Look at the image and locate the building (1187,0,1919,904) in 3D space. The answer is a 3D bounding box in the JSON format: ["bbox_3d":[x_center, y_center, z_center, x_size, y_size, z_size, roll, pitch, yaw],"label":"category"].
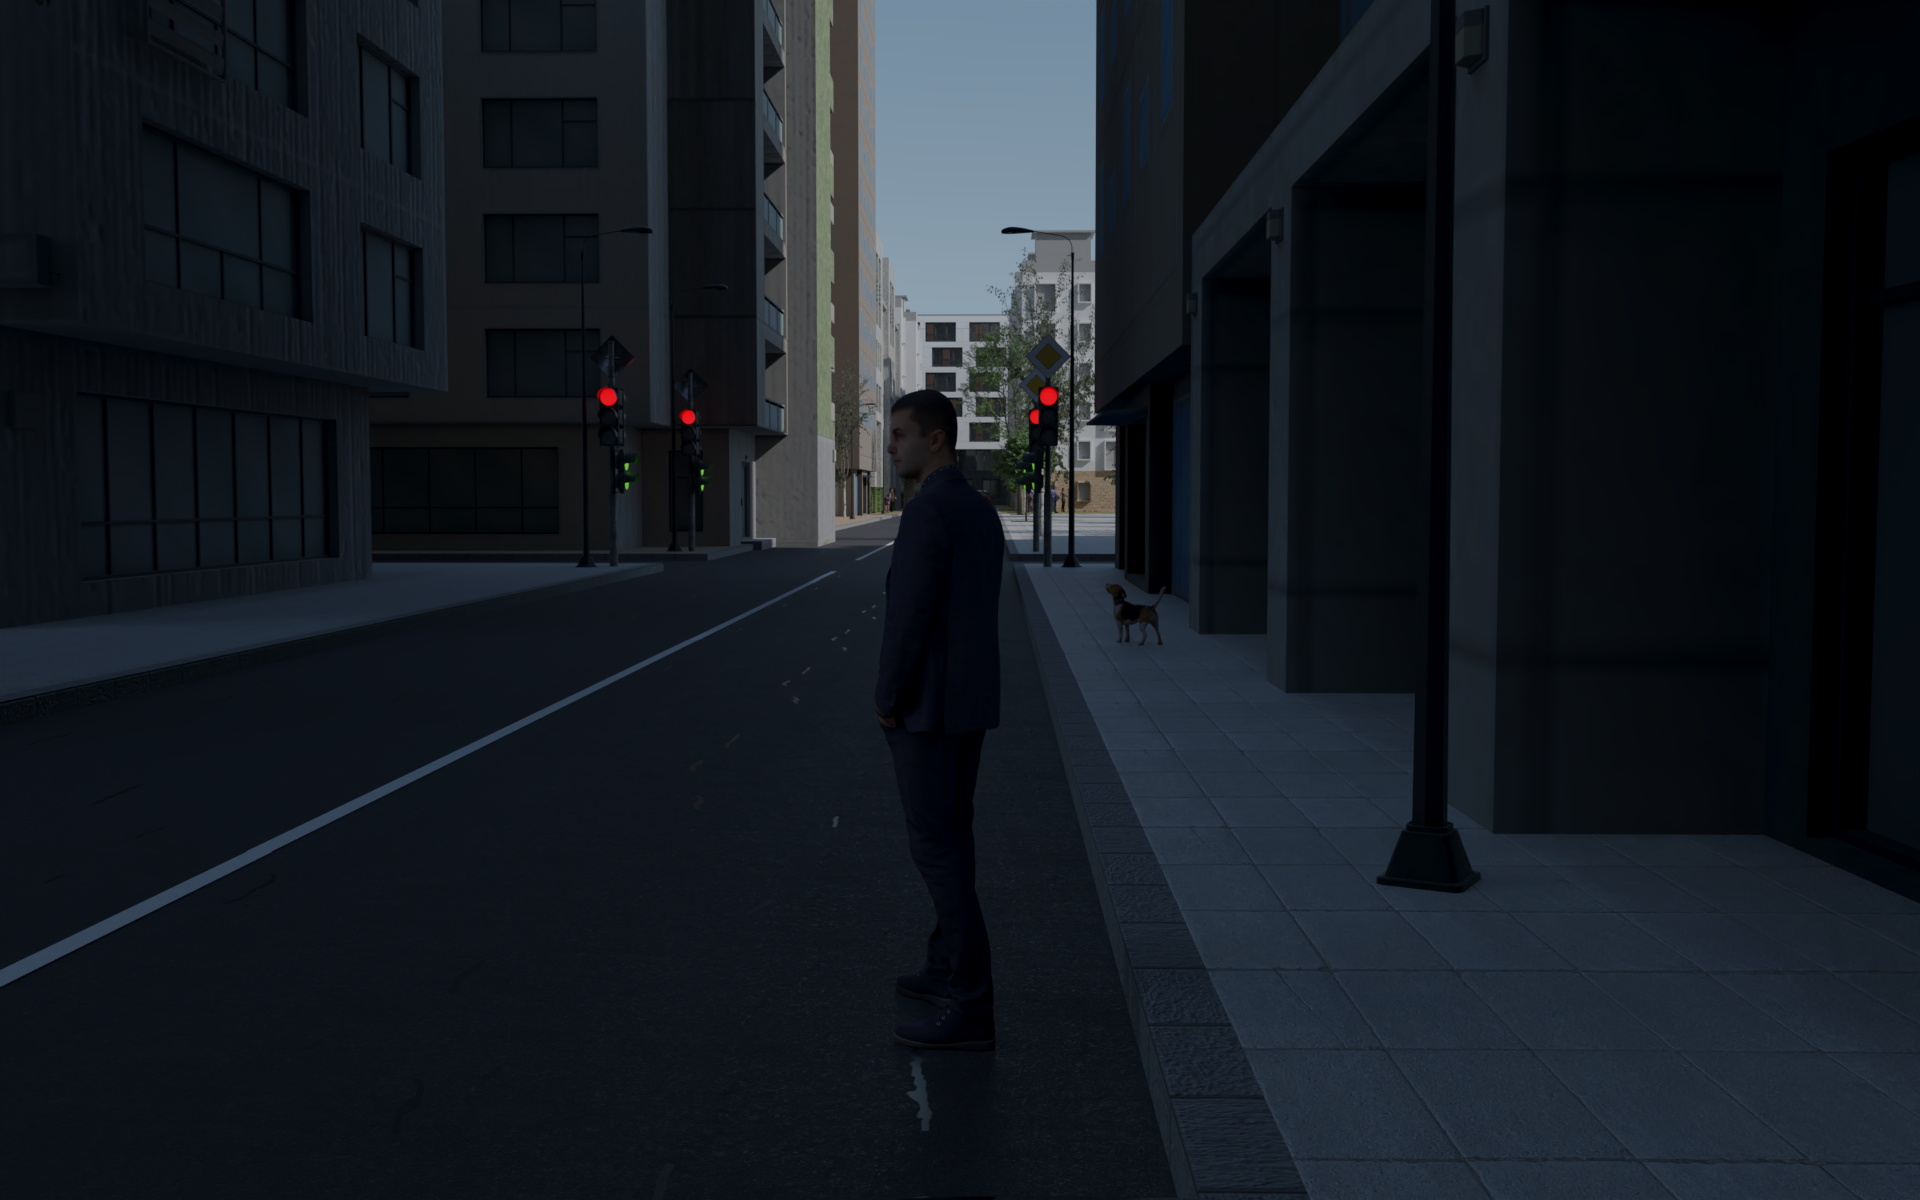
[{"bbox_3d":[12.206,-34.602,3.989,20.563,71.187,20.611,0,4,1],"label":"building"}]

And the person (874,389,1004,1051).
[{"bbox_3d":[-0.056,0.290,4.676,0.530,1.710,0.541,2,4,34],"label":"person"}]

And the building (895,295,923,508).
[{"bbox_3d":[-11.681,-18.741,162.835,16.016,20.091,11.380,0,4,1],"label":"building"}]

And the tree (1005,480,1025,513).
[{"bbox_3d":[3.821,-7.460,116.580,1.663,3.219,1.824,0,3,0],"label":"tree"}]

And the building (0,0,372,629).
[{"bbox_3d":[-14.966,-20.698,22.013,14.086,41.232,14.154,0,4,1],"label":"building"}]

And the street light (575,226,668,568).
[{"bbox_3d":[-6.017,-3.527,30.206,1.470,5.913,1.316,0,4,1],"label":"street light"}]

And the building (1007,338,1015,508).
[{"bbox_3d":[13.285,-18.818,174.138,16.747,18.905,31.486,0,4,1],"label":"building"}]

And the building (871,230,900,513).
[{"bbox_3d":[-13.696,-16.113,129.902,16.747,18.905,31.486,0,4,1],"label":"building"}]

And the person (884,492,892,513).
[{"bbox_3d":[-4.931,-6.696,118.758,0.421,1.427,0.697,-2,4,-35],"label":"person"}]

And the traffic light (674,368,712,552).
[{"bbox_3d":[-5.981,-3.040,38.619,0.839,4.253,0.868,0,4,1],"label":"traffic light"}]

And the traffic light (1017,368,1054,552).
[{"bbox_3d":[1.680,-3.032,38.492,0.839,4.253,0.868,0,4,1],"label":"traffic light"}]

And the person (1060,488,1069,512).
[{"bbox_3d":[7.369,-7.073,122.397,0.721,1.735,1.217,2,4,35],"label":"person"}]

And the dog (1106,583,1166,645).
[{"bbox_3d":[1.501,0.122,14.834,0.540,0.507,0.406,1,4,10],"label":"dog"}]

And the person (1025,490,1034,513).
[{"bbox_3d":[4.734,-6.927,119.166,0.709,1.838,0.599,3,5,42],"label":"person"}]

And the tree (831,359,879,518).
[{"bbox_3d":[-6.485,-8.749,93.415,4.360,8.622,3.978,0,3,0],"label":"tree"}]

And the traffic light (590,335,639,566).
[{"bbox_3d":[-6.130,-2.551,30.635,0.839,4.253,0.868,0,4,1],"label":"traffic light"}]

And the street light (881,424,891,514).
[{"bbox_3d":[-4.463,-8.583,112.879,1.470,5.913,1.316,0,4,1],"label":"street light"}]

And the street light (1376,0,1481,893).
[{"bbox_3d":[1.013,-2.021,5.580,1.470,5.913,1.316,0,4,1],"label":"street light"}]

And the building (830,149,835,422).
[{"bbox_3d":[-20.541,-14.036,74.535,27.650,21.520,28.899,0,4,1],"label":"building"}]

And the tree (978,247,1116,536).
[{"bbox_3d":[2.716,-6.237,52.340,4.360,8.622,3.978,0,3,0],"label":"tree"}]

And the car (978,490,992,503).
[{"bbox_3d":[1.923,-9.679,166.932,2.281,1.827,5.304,0,4,2],"label":"car"}]

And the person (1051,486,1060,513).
[{"bbox_3d":[6.355,-6.707,115.574,0.709,1.838,0.599,-3,4,-37],"label":"person"}]

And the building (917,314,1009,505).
[{"bbox_3d":[-8.278,-22.454,211.092,32.646,21.610,27.936,0,4,1],"label":"building"}]

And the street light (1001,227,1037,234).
[{"bbox_3d":[1.415,-3.529,30.248,1.470,5.913,1.316,0,4,1],"label":"street light"}]

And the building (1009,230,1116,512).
[{"bbox_3d":[11.863,-16.725,129.867,16.016,20.091,11.380,0,4,1],"label":"building"}]

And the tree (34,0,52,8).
[{"bbox_3d":[-7.185,-3.685,10.615,4.737,8.622,4.395,0,3,0],"label":"tree"}]

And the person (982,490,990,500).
[{"bbox_3d":[1.884,-7.967,139.554,1.217,1.735,0.721,-2,4,-24],"label":"person"}]

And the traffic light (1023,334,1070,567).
[{"bbox_3d":[1.531,-2.544,30.509,0.839,4.253,0.868,0,4,1],"label":"traffic light"}]

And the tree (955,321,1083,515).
[{"bbox_3d":[3.483,-10.990,105.444,9.928,11.665,9.643,0,3,0],"label":"tree"}]

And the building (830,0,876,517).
[{"bbox_3d":[-12.401,-27.709,103.157,14.600,45.320,14.200,0,4,1],"label":"building"}]

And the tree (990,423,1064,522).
[{"bbox_3d":[3.117,-5.895,80.097,4.285,4.588,4.351,0,3,0],"label":"tree"}]

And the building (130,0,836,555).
[{"bbox_3d":[-10.910,-22.062,44.312,14.154,41.232,14.086,0,4,1],"label":"building"}]

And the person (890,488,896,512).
[{"bbox_3d":[-4.757,-7.093,122.729,0.721,1.735,1.217,-1,4,-21],"label":"person"}]

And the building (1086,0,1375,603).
[{"bbox_3d":[9.142,-22.758,22.211,14.600,45.320,14.200,0,4,1],"label":"building"}]

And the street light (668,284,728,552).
[{"bbox_3d":[-5.837,-4.035,38.507,1.470,5.913,1.316,0,4,1],"label":"street light"}]

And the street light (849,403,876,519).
[{"bbox_3d":[-4.960,-7.075,88.219,1.470,5.913,1.316,0,4,1],"label":"street light"}]
